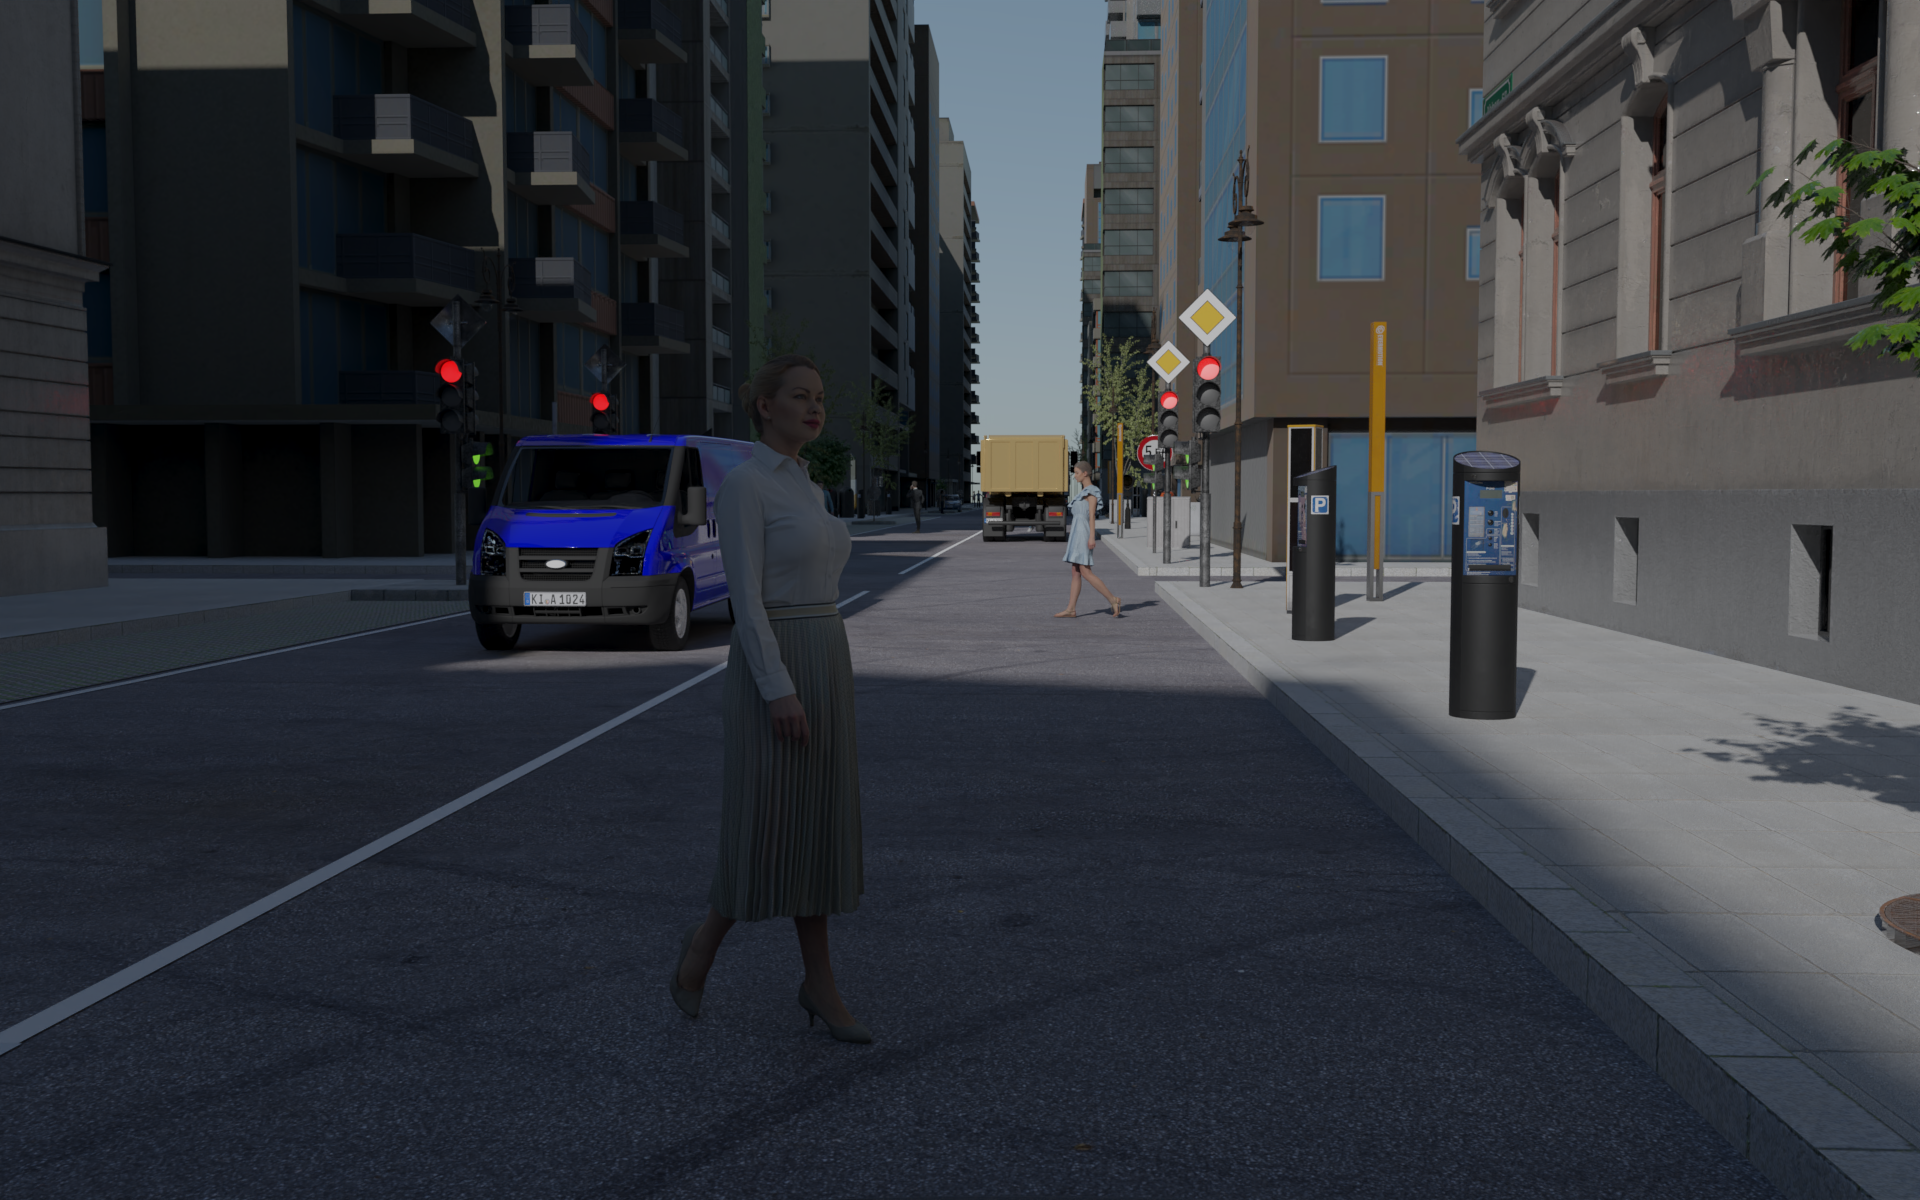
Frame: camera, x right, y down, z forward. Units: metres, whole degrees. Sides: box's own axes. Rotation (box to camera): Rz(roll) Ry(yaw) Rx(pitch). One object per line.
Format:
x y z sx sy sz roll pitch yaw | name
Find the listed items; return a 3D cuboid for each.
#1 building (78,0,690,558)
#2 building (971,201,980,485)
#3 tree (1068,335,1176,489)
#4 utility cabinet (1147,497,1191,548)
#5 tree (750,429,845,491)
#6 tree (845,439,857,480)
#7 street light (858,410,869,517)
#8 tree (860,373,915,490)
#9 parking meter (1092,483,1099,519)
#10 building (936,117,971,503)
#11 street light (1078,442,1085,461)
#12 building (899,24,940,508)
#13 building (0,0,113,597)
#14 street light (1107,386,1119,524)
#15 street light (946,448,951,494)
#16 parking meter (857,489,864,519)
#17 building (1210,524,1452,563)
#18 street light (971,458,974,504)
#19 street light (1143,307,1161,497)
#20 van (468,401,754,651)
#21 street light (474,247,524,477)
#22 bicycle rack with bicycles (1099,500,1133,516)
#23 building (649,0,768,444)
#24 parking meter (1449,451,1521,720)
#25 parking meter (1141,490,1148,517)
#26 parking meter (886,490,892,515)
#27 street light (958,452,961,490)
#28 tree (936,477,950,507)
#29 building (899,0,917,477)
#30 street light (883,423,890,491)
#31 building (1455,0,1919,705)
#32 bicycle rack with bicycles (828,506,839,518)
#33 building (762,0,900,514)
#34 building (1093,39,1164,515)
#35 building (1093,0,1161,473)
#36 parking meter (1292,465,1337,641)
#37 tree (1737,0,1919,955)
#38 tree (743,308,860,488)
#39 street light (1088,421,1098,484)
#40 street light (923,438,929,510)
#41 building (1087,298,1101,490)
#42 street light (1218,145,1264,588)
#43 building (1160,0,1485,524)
-19.955 -23.995 46.937 22.147 44.769 28.867 0 4 3 | building
-8.426 -36.551 252.225 22.147 44.769 28.867 0 4 3 | building
7.541 -7.915 79.772 4.737 8.622 4.395 0 3 0 | tree
5.011 -1.859 41.563 1.020 1.237 0.306 1 4 13 | utility cabinet
-7.526 -5.483 73.366 4.285 4.588 4.351 0 3 0 | tree
-6.748 -6.235 85.649 4.285 4.588 4.351 0 3 0 | tree
-5.298 -7.503 95.467 0.468 5.910 1.993 0 4 3 | street light
-5.056 -9.461 105.045 4.737 8.622 4.395 0 3 0 | tree
7.009 -5.120 89.421 0.399 1.863 0.255 0 4 -4 | parking meter
-9.661 -36.896 226.953 21.300 48.544 21.600 0 4 3 | building
10.764 -10.931 151.508 0.468 5.910 1.993 0 4 3 | street light
-9.301 -31.422 163.867 14.600 45.320 14.200 0 4 3 | building
-21.112 -9.455 19.217 19.286 19.102 10.561 0 4 3 | building
6.564 -6.211 74.339 0.468 5.910 1.993 0 4 3 | street light
-1.168 -12.184 171.990 0.468 5.910 1.993 0 4 3 | street light
-5.188 -5.021 90.509 0.372 1.533 0.369 0 3 0 | parking meter
12.885 -23.677 37.233 14.200 45.320 14.600 0 4 3 | building
1.623 -15.367 224.033 0.468 5.910 1.993 0 4 3 | street light
4.785 -4.289 42.910 0.468 5.910 1.993 0 4 3 | street light
-3.324 -0.810 17.625 2.240 2.365 5.245 0 4 4 | van
-8.661 -3.664 32.687 0.468 5.910 1.993 0 4 3 | street light
9.344 -5.507 103.422 2.925 0.926 2.852 -1 4 -8 | bicycle rack with bicycles
-16.913 -24.160 78.617 14.154 41.232 14.086 0 4 3 | building
3.018 -0.095 9.965 0.372 1.533 0.369 0 3 0 | parking meter
10.271 -5.371 96.232 0.372 1.533 0.369 0 3 0 | parking meter
-4.440 -6.088 107.942 0.372 1.533 0.369 0 3 0 | parking meter
-0.066 -13.441 192.547 0.468 5.910 1.993 0 4 3 | street light
-2.093 -11.072 175.632 1.663 3.219 1.824 0 3 0 | tree
-17.964 -33.885 143.266 28.713 52.752 27.495 0 4 3 | building
-4.534 -8.339 109.133 0.468 5.910 1.993 0 4 3 | street light
12.066 -13.611 9.924 14.401 28.519 23.554 0 4 3 | building
-8.364 -5.365 101.097 2.852 0.926 2.925 -3 5 -41 | bicycle rack with bicycles
-15.733 -30.277 118.734 21.300 48.544 21.600 0 4 3 | building
16.223 -20.918 113.713 14.160 30.474 14.107 0 4 3 | building
22.601 -31.554 135.512 23.786 49.044 30.456 0 4 3 | building
3.109 -0.416 15.207 0.372 1.533 0.369 0 3 0 | parking meter
3.273 -0.617 4.688 1.663 3.219 1.824 0 3 0 | tree
-6.619 -7.191 67.941 4.737 8.622 4.395 0 3 0 | tree
8.278 -8.163 106.261 0.468 5.910 1.993 0 4 3 | street light
-2.772 -10.264 140.596 0.468 5.910 1.993 0 4 3 | street light
26.393 -19.681 166.818 27.650 21.520 28.899 0 4 3 | building
3.773 -3.097 23.431 0.468 5.910 1.993 0 4 3 | street light
17.659 -26.841 88.966 14.600 45.320 14.200 0 4 3 | building
